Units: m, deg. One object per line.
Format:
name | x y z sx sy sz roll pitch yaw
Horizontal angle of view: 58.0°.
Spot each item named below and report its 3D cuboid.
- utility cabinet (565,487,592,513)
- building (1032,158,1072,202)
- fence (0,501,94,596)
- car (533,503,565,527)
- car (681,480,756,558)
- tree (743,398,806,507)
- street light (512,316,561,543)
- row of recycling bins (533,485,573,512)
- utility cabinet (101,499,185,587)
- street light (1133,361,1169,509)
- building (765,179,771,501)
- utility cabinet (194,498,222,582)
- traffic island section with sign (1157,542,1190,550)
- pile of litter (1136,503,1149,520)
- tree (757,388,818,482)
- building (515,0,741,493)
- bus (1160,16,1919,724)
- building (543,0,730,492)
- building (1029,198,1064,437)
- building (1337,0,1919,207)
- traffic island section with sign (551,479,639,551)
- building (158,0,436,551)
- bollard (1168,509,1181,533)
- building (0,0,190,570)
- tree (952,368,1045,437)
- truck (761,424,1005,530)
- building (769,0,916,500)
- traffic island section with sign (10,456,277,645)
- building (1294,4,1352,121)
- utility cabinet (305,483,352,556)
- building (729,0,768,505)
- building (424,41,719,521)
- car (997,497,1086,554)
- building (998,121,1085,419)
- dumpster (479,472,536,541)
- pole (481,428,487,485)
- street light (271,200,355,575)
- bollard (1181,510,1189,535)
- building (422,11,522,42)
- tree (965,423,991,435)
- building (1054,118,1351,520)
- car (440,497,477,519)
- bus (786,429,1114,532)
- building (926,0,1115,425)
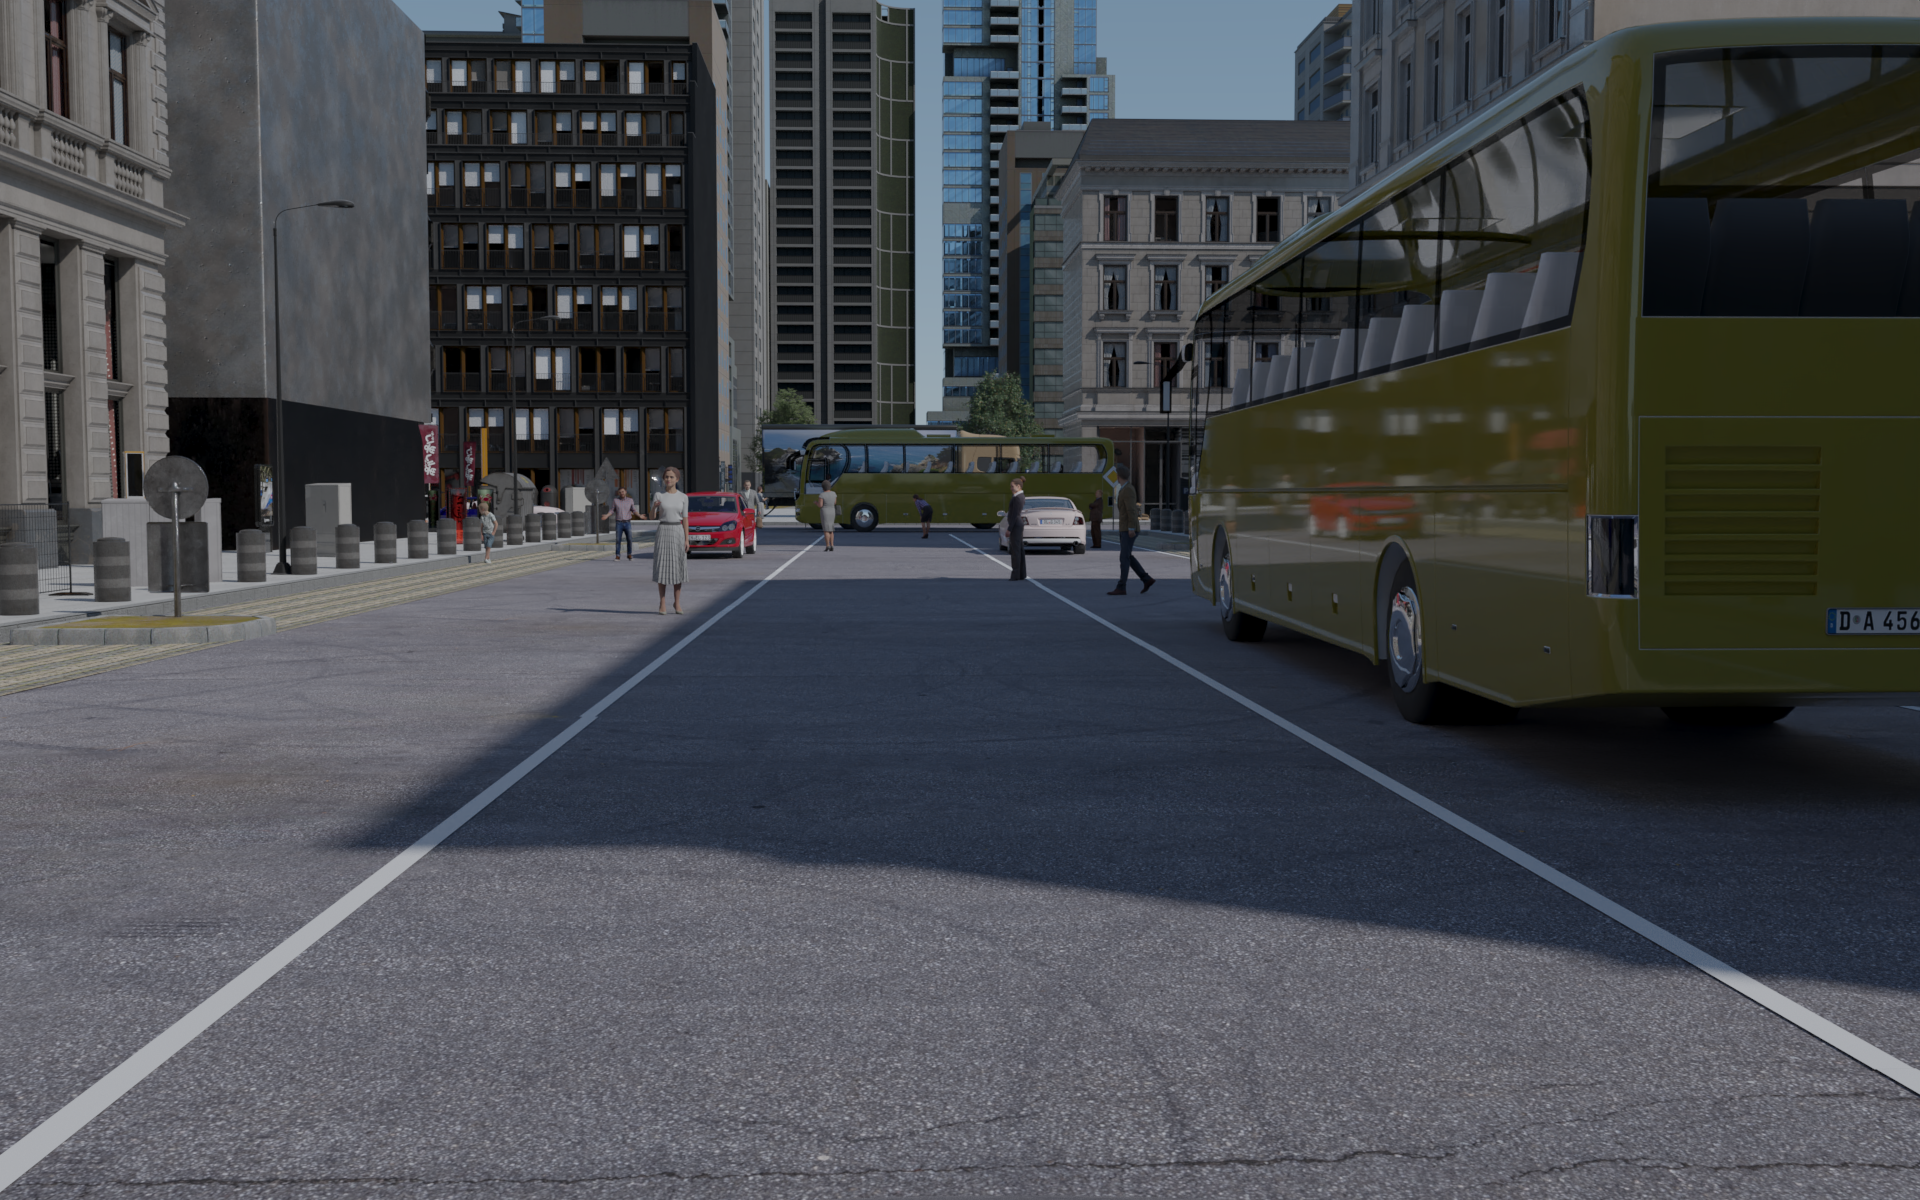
utility cabinet | -12.750 -3.008 57.861 0.318 1.500 1.173 1 4 19
building | 21.260 -30.496 190.496 32.217 40.220 23.993 0 4 -3
fence | -11.137 -0.589 20.831 0.480 1.192 2.264 0 4 -6
car | -19.405 -3.835 75.062 4.827 1.381 2.083 0 4 -1
car | -5.757 -1.891 39.951 2.155 1.783 4.494 0 4 -1
tree | -17.556 -14.299 168.201 7.601 10.594 8.767 0 4 -6
street light | -11.089 -4.447 45.244 1.470 5.913 1.316 0 4 -3
row of recycling bins | -19.724 -4.524 81.085 3.534 1.692 1.069 -1 4 -9
utility cabinet | -11.349 -0.791 24.096 1.020 1.237 0.306 -1 4 -8
street light | 6.746 -5.389 60.645 1.470 5.913 1.316 0 4 -3
building | -37.854 -38.449 252.334 21.600 48.544 21.300 0 4 -3
utility cabinet | -11.102 -0.880 25.553 0.306 1.237 1.020 -2 4 -28
traffic island section with sign | 6.173 -2.224 44.995 1.989 1.847 2.006 0 4 -3
pile of litter | 8.705 -4.300 84.275 1.719 0.858 1.176 1 4 11
tree | -18.139 -16.369 185.755 7.486 12.596 7.792 0 3 0
building | -33.432 -52.833 176.494 22.319 86.520 31.000 0 4 -3
bus | 3.887 -1.352 13.645 2.896 3.916 12.252 0 4 -2
building | -28.346 -30.905 155.408 14.600 45.320 14.200 0 4 -3
building | 13.684 -24.438 171.266 14.160 30.474 14.107 0 4 -3
building | 19.294 -15.969 47.001 13.634 28.700 20.117 0 4 -3
traffic island section with sign | -9.271 -2.176 44.212 1.989 1.847 2.006 0 4 -3
building | -24.344 -10.954 46.552 16.811 18.784 16.820 0 4 -3
bollard | 7.213 -2.605 57.302 0.404 0.777 0.398 0 3 0
building | -20.230 -11.989 24.906 11.050 23.489 19.941 0 4 -3
tree | 3.402 -14.674 156.928 9.611 12.733 9.660 0 3 0
truck | -2.455 -5.030 71.146 11.283 4.237 2.839 0 4 -4
building | -16.740 -49.767 251.946 20.611 71.187 20.563 0 4 -3
traffic island section with sign | -8.010 -0.530 17.286 1.989 1.847 2.006 0 4 -3
building | 56.104 -40.676 207.045 28.212 58.520 21.231 0 4 -3
utility cabinet | -12.931 -1.637 35.440 1.173 1.500 0.318 3 4 37
building | -33.691 -46.771 202.952 20.611 71.187 20.563 0 4 -3
building | -20.967 -15.862 89.025 15.834 23.373 12.332 0 4 -3
car | 1.995 -1.851 42.620 2.083 1.381 4.827 0 4 -3
building | 12.031 -34.182 208.989 14.600 45.320 14.200 0 4 -3
dumpster | -12.360 -2.536 47.224 1.264 1.857 1.865 0 4 -3
pole | -14.780 -3.670 53.843 0.158 3.312 0.155 0 3 0
street light | -10.255 -3.359 27.468 1.470 5.913 1.316 0 4 -3
bollard | 7.325 -2.465 55.017 0.404 0.777 0.398 0 3 0
building | -57.635 -37.250 198.274 27.495 52.752 28.713 0 4 -3
tree | 2.912 -14.421 170.189 7.601 10.594 8.767 0 4 5
building | 7.154 -14.657 90.551 40.483 20.767 10.553 0 4 -3
car | -18.342 -3.170 64.416 3.894 1.354 1.945 0 4 -1
bus | -0.372 -4.545 65.849 12.252 3.916 2.896 0 4 -2
building | 8.984 -57.563 253.820 31.000 86.520 22.319 0 4 -3
